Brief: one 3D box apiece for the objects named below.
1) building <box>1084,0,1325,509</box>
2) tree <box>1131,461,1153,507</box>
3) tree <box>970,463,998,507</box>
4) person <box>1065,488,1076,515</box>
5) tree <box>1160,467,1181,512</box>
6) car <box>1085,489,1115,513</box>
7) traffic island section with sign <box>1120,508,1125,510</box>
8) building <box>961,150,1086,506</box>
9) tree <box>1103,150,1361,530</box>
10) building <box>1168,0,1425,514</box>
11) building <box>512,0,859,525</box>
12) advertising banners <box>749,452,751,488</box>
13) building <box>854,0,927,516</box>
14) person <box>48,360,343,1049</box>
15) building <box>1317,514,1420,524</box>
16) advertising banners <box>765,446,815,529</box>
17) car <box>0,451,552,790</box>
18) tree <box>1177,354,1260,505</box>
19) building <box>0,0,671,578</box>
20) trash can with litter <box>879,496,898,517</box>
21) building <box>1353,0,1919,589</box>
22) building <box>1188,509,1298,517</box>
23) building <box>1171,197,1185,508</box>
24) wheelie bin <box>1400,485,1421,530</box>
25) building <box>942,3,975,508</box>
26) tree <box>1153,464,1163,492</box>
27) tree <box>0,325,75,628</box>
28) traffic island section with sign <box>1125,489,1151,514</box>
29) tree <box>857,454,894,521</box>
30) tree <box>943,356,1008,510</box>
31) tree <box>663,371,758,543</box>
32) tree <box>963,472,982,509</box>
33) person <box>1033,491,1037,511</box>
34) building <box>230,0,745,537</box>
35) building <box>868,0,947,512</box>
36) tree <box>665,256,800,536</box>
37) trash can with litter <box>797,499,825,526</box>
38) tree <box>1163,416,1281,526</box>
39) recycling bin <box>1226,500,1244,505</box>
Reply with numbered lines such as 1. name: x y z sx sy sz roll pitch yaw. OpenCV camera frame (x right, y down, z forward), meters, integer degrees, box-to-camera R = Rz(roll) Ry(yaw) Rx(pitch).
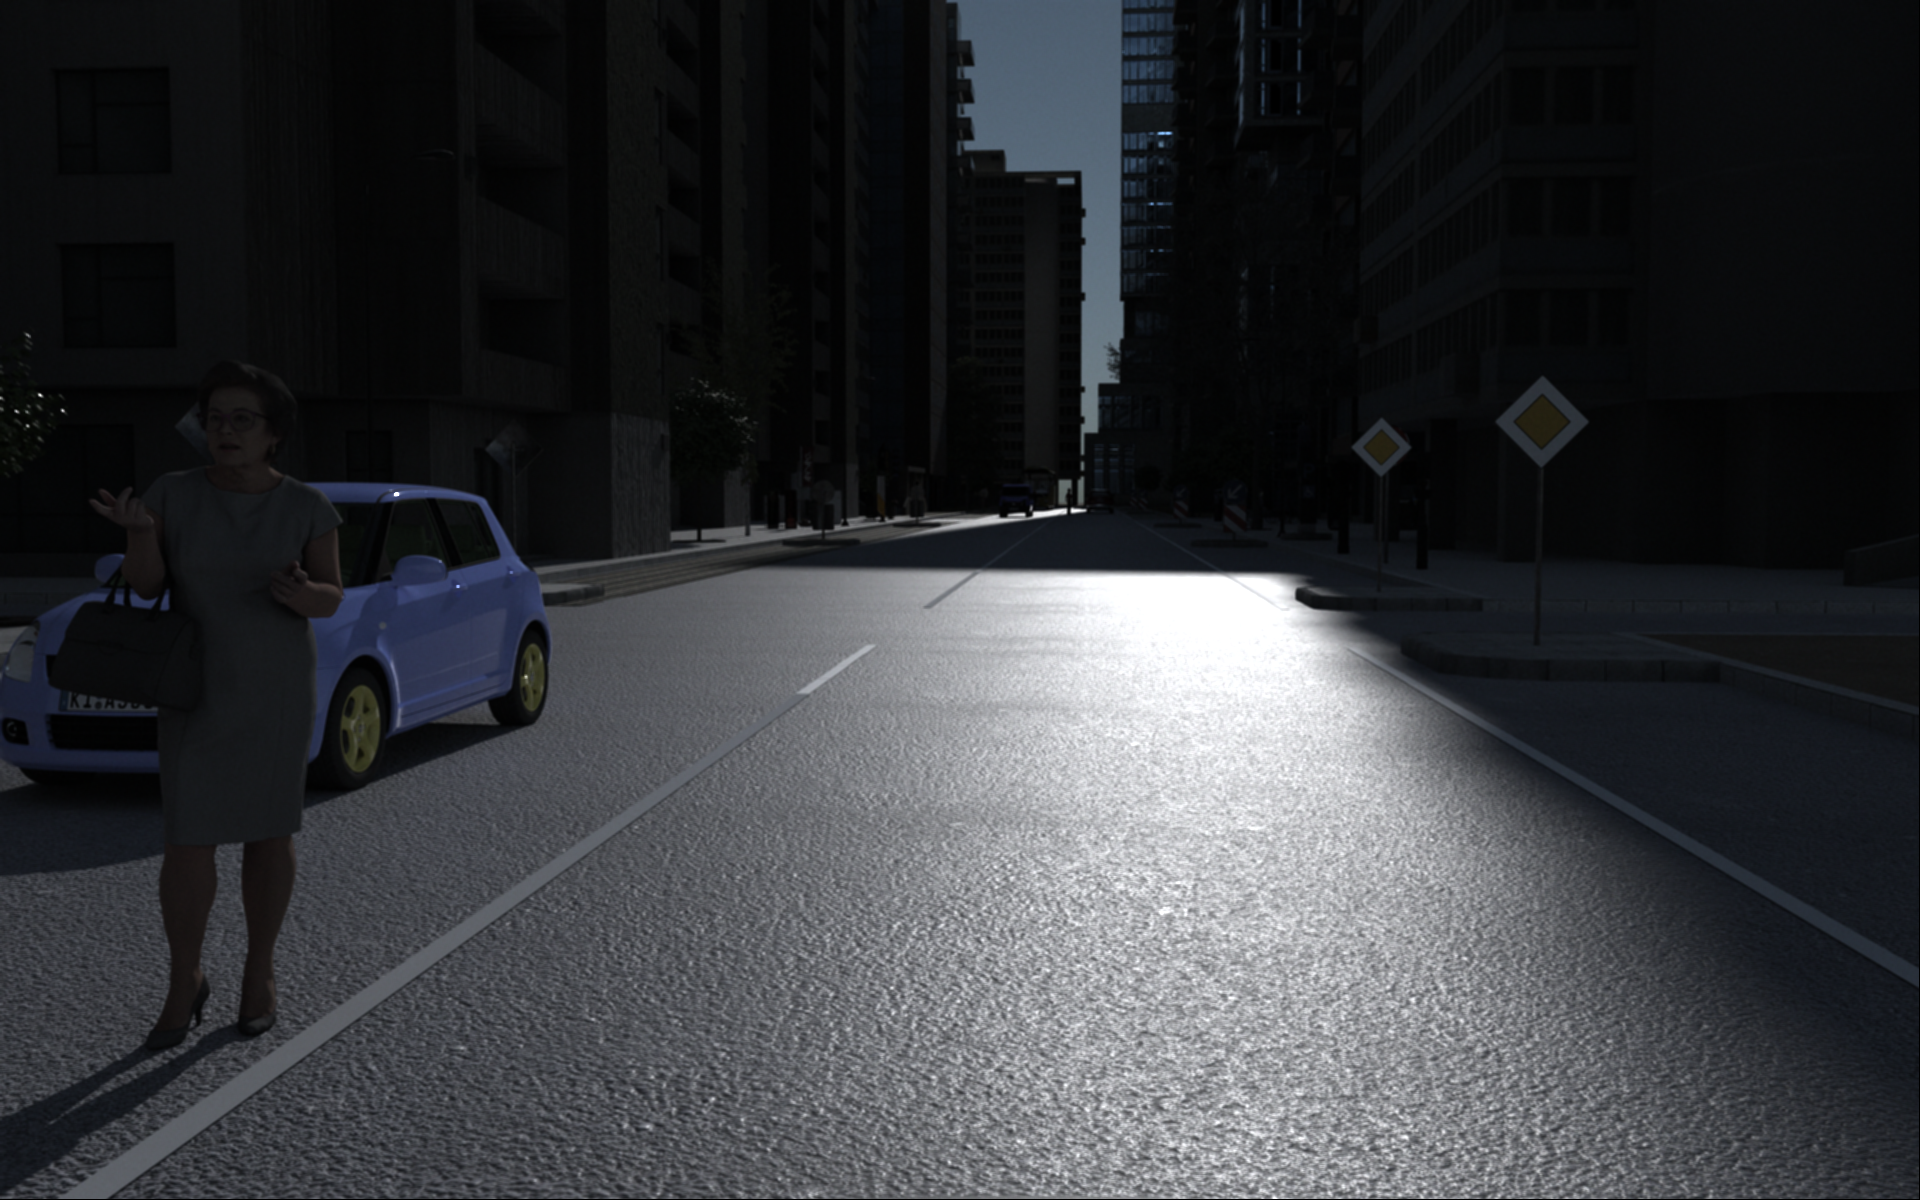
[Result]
1. building: 29.356 -53.664 190.076 31.000 86.520 22.319 0 4 4
2. tree: 18.588 -11.455 171.006 4.285 4.588 4.351 0 3 0
3. tree: 2.281 -11.763 176.042 4.285 4.588 4.351 0 3 0
4. person: 7.502 -6.732 118.502 0.705 1.831 1.348 -2 4 -24
5. tree: 15.050 -7.850 122.949 1.663 3.219 1.824 0 3 0
6. car: 10.472 -7.391 129.515 2.281 1.827 5.304 0 4 4
7. traffic island section with sign: 15.138 -8.798 152.467 1.989 1.847 2.006 0 4 4
8. building: 2.296 -30.979 198.385 23.993 40.220 32.217 0 4 4
9. tree: 10.584 -9.247 61.557 12.009 13.543 11.850 0 3 0
10. building: 28.639 -29.836 142.440 22.147 44.769 28.867 0 4 4
11. building: -13.028 -19.291 87.116 14.160 30.474 14.107 0 4 4
12. advertising banners: -8.968 -4.635 71.967 0.090 3.025 2.074 1 4 10
13. building: -18.815 -25.652 111.293 32.217 40.220 23.993 0 4 4
14. person: -1.983 0.266 4.513 0.716 1.782 0.532 -1 4 -17
15. building: 27.717 -26.094 81.263 22.147 44.769 28.867 0 4 4
16. advertising banners: -6.277 -4.146 63.973 2.074 3.025 0.090 1 4 23
17. car: -3.608 0.001 9.569 1.945 1.707 3.694 0 4 6
18. tree: 13.093 -8.315 86.316 4.360 8.622 3.978 0 3 0
19. building: -14.002 -15.899 31.654 14.160 30.474 14.107 0 4 4
20. trash can with litter: -4.005 -5.154 95.659 1.055 1.170 0.624 -2 4 -26
21. building: 21.814 -21.060 36.211 23.993 40.220 32.217 0 4 4
22. building: 26.497 -48.800 110.549 22.319 86.520 31.000 0 4 4
23. building: 27.091 -24.024 164.497 14.160 30.474 14.107 0 4 4
24. wheelie bin: 15.855 -3.265 61.291 0.693 1.594 0.980 -3 5 -39
25. building: -14.146 -33.165 161.849 30.456 49.044 23.786 0 4 4
26. tree: 12.955 -6.759 94.230 4.285 4.588 4.351 0 3 0
27. tree: -9.698 -1.362 16.872 1.663 3.219 1.824 0 3 0
28. traffic island section with sign: 13.099 -7.127 125.154 1.989 1.847 2.006 0 4 4
29. tree: -4.227 -5.419 83.199 1.663 3.219 1.824 0 3 0
30. tree: 0.289 -13.736 142.711 7.486 12.596 7.792 0 3 0
31. tree: -7.074 -3.828 46.300 4.285 4.588 4.351 0 3 0
32. tree: 0.931 -9.435 148.860 1.663 3.219 1.824 0 3 0
33. person: 6.425 -8.403 146.709 0.721 1.723 1.217 0 4 7
34. building: -16.033 -17.805 62.812 14.160 30.474 14.107 0 4 4
35. building: -8.468 -29.320 129.485 14.600 45.320 14.200 0 4 4
36. tree: -6.704 -6.259 52.704 4.737 8.622 4.395 0 3 0
37. trash can with litter: -5.936 -3.535 69.181 1.055 1.170 0.624 -3 4 -38
38. tree: 11.505 -5.343 71.078 4.285 4.588 4.351 0 3 0
39. recycling bin: 12.725 -4.136 80.182 0.722 1.027 0.722 0 4 -3
